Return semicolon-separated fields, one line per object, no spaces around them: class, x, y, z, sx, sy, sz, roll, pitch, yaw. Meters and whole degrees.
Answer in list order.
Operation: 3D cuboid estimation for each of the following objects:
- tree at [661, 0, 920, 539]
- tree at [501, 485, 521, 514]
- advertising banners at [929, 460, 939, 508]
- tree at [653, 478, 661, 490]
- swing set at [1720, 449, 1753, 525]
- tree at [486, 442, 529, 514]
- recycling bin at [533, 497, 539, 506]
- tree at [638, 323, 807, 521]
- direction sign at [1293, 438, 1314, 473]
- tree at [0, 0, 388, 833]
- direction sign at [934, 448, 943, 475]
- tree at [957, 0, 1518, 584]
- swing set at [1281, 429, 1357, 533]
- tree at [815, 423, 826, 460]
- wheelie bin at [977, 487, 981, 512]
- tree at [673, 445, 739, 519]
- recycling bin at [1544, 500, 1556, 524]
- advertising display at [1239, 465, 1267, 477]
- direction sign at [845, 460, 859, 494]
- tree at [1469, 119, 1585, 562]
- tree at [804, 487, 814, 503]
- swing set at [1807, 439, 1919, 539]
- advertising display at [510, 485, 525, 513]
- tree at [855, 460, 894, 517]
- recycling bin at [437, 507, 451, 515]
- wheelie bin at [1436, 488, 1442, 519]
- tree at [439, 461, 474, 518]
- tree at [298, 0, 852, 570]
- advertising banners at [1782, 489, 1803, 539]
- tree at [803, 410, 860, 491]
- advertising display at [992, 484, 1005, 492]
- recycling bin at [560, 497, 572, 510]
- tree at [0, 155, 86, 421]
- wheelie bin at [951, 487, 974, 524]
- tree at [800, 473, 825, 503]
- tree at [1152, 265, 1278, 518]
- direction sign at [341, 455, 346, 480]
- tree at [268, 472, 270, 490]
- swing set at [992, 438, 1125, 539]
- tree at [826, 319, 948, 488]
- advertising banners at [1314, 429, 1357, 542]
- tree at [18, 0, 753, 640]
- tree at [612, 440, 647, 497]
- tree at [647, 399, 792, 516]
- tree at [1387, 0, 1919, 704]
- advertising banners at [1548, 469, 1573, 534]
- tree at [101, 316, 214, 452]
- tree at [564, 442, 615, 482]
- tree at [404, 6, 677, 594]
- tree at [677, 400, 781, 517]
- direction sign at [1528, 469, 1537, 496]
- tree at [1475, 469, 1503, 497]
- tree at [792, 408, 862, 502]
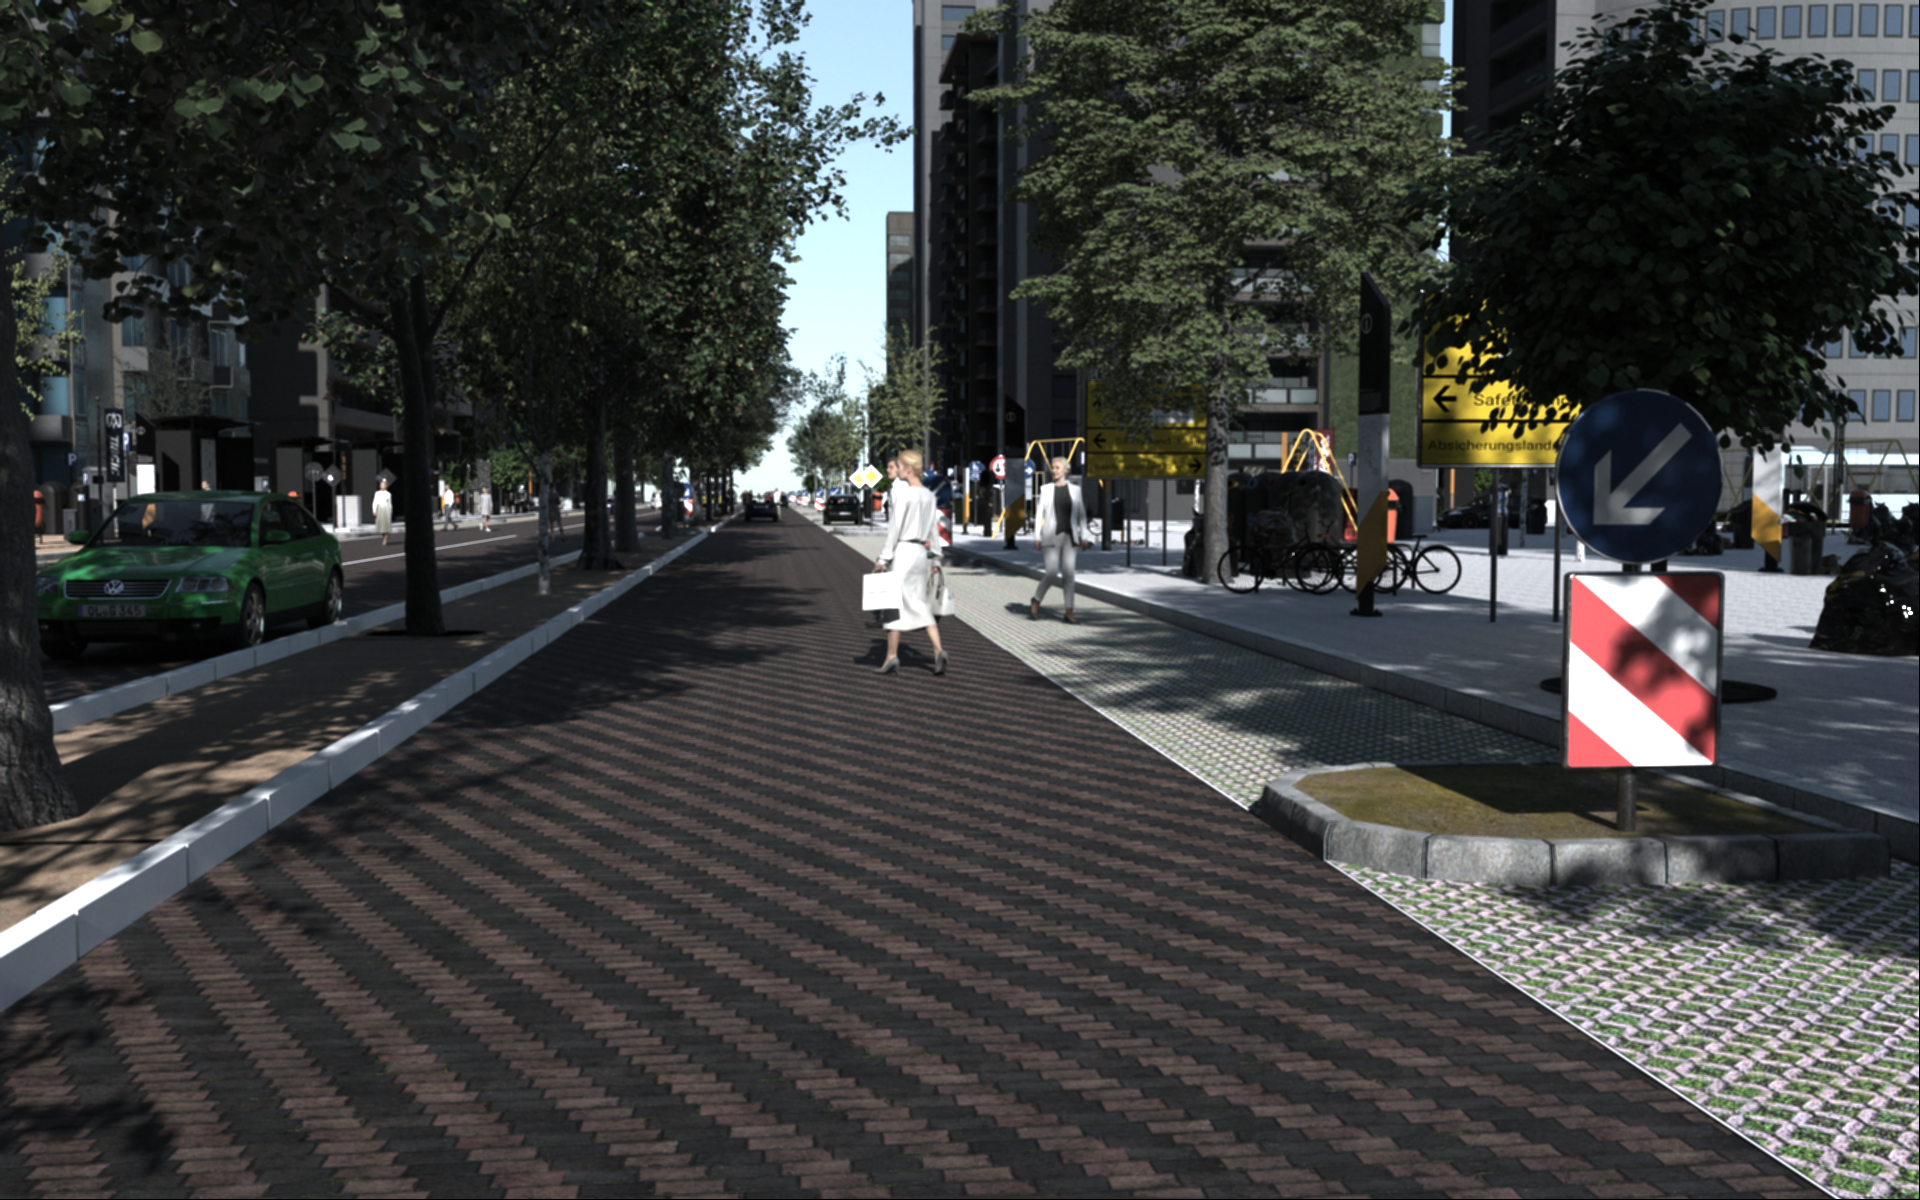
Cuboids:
tree;-7.892;-11.920;53.240;12.611;20.169;13.585;0;3;0
tree;-29.487;-7.295;113.873;1.663;3.219;1.824;0;3;0
advertising banners;-1.064;-5.788;90.824;0.090;3.025;2.074;2;4;33
tree;-45.804;-17.318;266.860;4.285;4.588;4.351;0;3;0
swing set;27.309;-3.861;60.750;2.862;2.851;3.119;0;4;-8
tree;-28.787;-7.711;109.793;4.285;4.588;4.351;0;3;0
recycling bin;-33.420;-7.637;137.425;0.722;1.027;0.722;-3;5;-42
tree;-13.179;-10.854;90.289;12.009;13.543;11.850;0;3;0
direction sign;13.859;-4.766;69.925;0.876;3.537;0.379;2;4;32
tree;-4.202;-5.987;6.997;9.857;13.997;8.962;0;3;0
direction sign;-0.996;-5.773;86.384;0.379;3.537;0.876;1;4;17
tree;3.815;-6.483;24.117;7.486;12.596;7.792;0;3;0
swing set;8.702;-2.770;42.909;2.862;2.851;3.119;1;4;17
tree;-7.965;-10.550;122.860;4.737;8.622;4.395;0;3;0
wheelie bin;0.521;-4.171;76.106;0.980;1.594;0.693;3;5;39
tree;-14.224;-8.929;98.804;4.360;8.622;3.978;0;3;0
recycling bin;25.203;-3.751;73.890;0.722;1.027;0.722;1;4;9
advertising display;6.588;-2.067;39.005;0.123;1.923;0.974;3;5;43
direction sign;-7.150;-7.502;114.649;0.876;3.537;0.379;0;4;0
tree;11.540;-5.030;32.595;4.737;8.622;4.395;0;3;0
tree;-21.956;-15.899;254.545;1.663;3.219;1.824;0;3;0
swing set;26.504;-3.264;50.984;2.862;2.851;3.119;0;4;-6
advertising display;-30.161;-6.896;117.961;0.974;1.923;0.123;-1;4;-15
tree;-4.542;-6.310;97.768;1.663;3.219;1.824;0;3;0
recycling bin;-31.730;-5.748;106.535;0.722;1.027;0.722;-2;4;-29
wheelie bin;23.719;-4.762;85.774;0.980;1.594;0.693;-3;5;-45
tree;-26.482;-5.926;91.486;1.663;3.219;1.824;0;3;0
tree;-6.850;-6.903;32.328;9.611;12.733;9.660;0;3;0
advertising banners;23.850;-3.291;49.991;0.090;3.025;2.074;0;4;3
tree;-11.339;-12.670;157.508;4.360;8.622;3.978;0;3;0
advertising display;2.602;-6.588;112.923;0.974;1.923;0.123;0;4;1
recycling bin;-31.643;-7.740;139.096;0.722;1.027;0.722;-3;5;-45
tree;-20.941;-5.277;36.650;4.737;8.622;4.395;0;3;0
wheelie bin;0.068;-3.990;73.140;0.693;1.594;0.980;1;4;12
tree;-20.600;-15.734;240.960;4.285;4.588;4.351;0;3;0
tree;7.594;-6.356;54.286;4.360;8.622;3.978;0;3;0
direction sign;-35.100;-6.562;99.290;0.876;3.537;0.379;1;4;20
tree;-31.817;-5.344;81.970;1.663;3.219;1.824;0;3;0
swing set;2.743;-3.184;49.674;2.862;2.851;3.119;-2;4;-23
tree;-2.305;-7.433;71.891;4.737;8.622;4.395;0;3;0
advertising banners;10.479;-3.058;46.194;2.074;3.025;0.090;1;4;17
tree;-5.527;-5.445;17.242;9.928;11.665;9.643;0;3;0
tree;-39.044;-15.987;195.804;8.767;10.594;7.601;0;4;6
tree;-15.736;-10.841;114.126;8.767;10.594;7.601;0;4;-6
tree;4.579;-1.674;11.079;4.285;4.588;4.351;0;3;0
advertising banners;19.616;-3.618;55.341;0.090;3.025;2.074;-3;4;-36
tree;-31.995;-7.309;69.866;4.360;8.622;3.978;0;3;0
tree;-36.624;-15.409;170.058;7.486;12.596;7.792;0;3;0
tree;-6.011;-4.399;24.744;4.737;8.622;4.395;0;3;0
tree;-14.846;-11.342;106.021;7.486;12.596;7.792;0;3;0
direction sign;24.068;-4.954;72.996;0.876;3.537;0.379;-3;5;-43
tree;24.833;-5.400;82.890;1.663;3.219;1.824;0;3;0
tree;-14.448;-15.426;186.626;8.767;10.594;7.601;-2;4;-34
